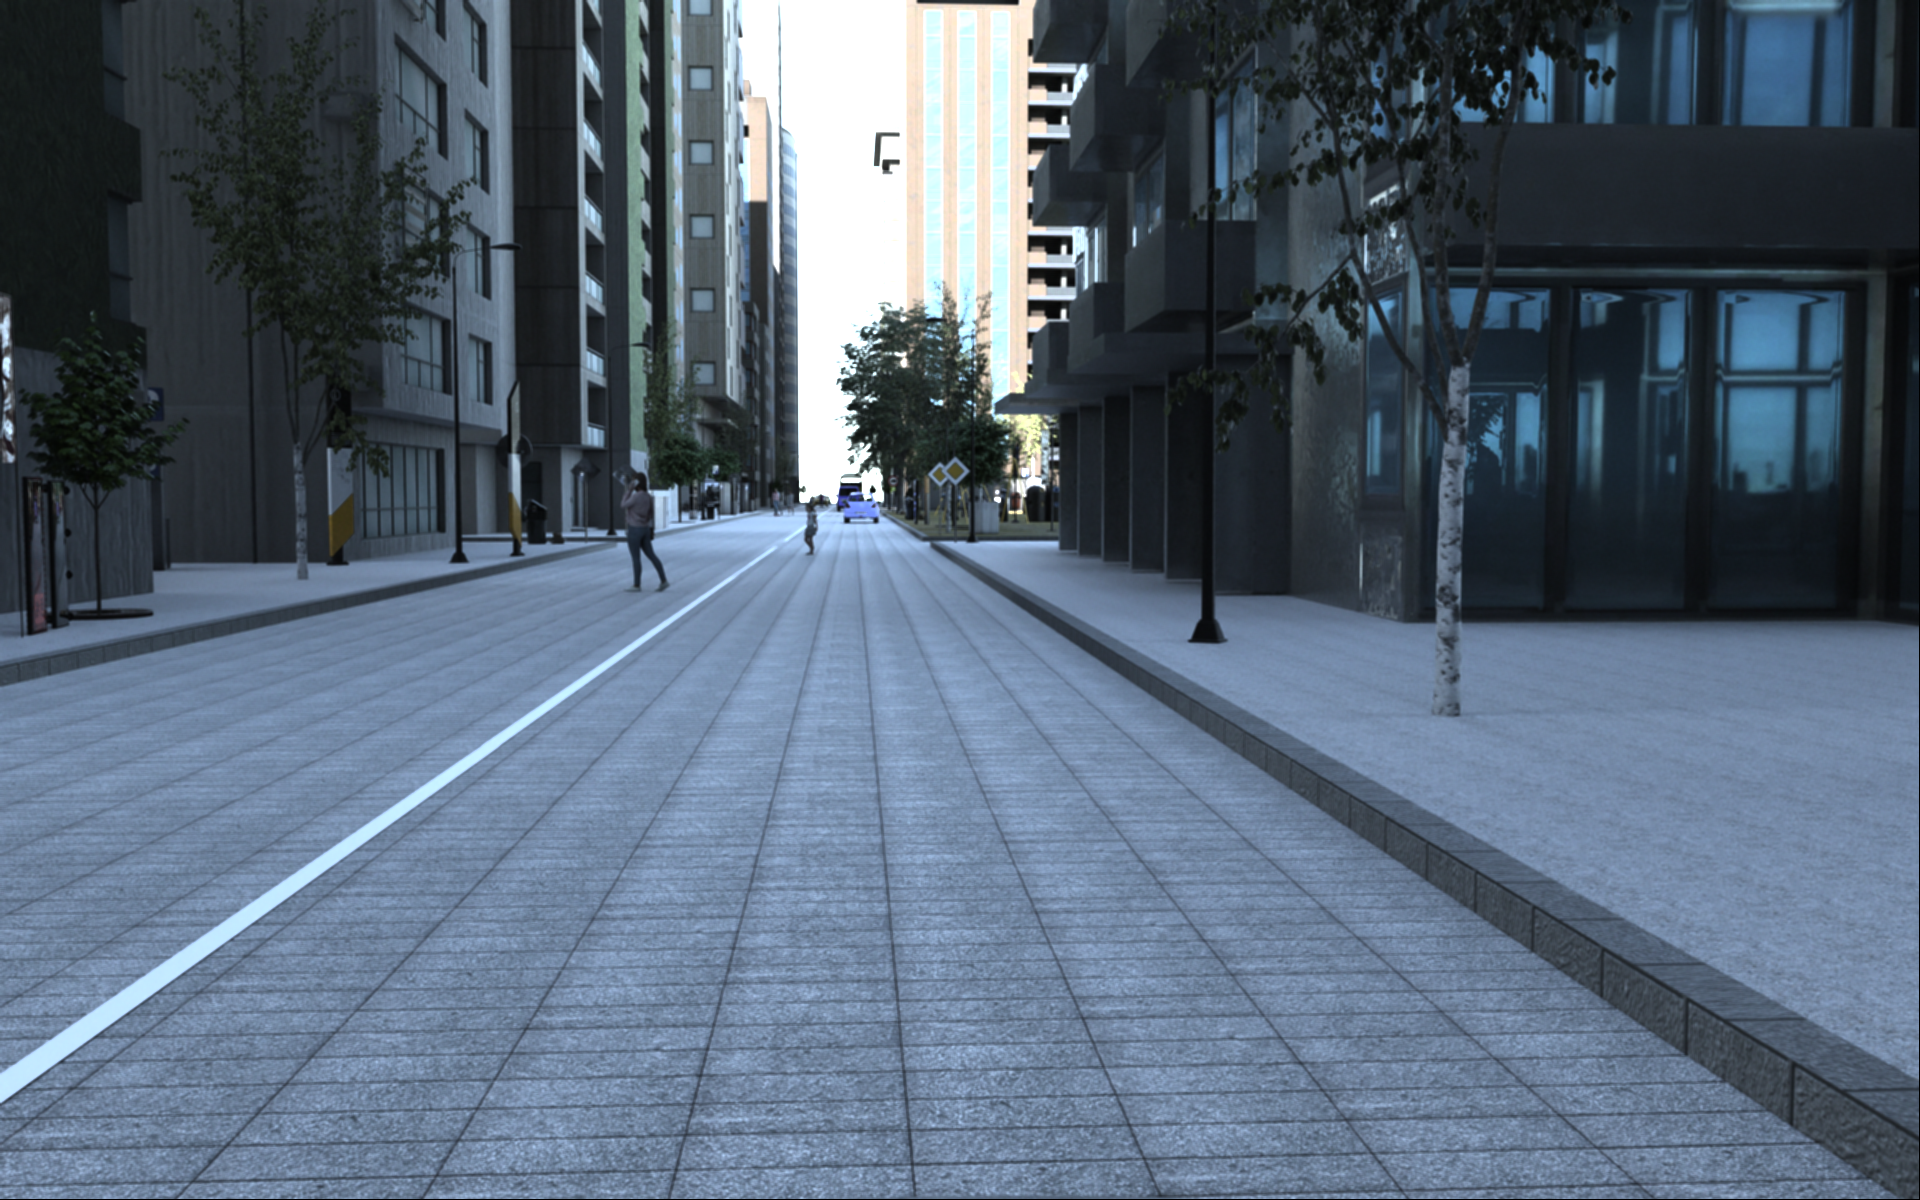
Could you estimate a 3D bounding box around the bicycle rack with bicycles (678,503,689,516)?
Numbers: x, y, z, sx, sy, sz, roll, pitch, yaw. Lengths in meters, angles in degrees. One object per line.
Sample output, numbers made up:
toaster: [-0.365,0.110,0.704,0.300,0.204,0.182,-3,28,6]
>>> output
bicycle rack with bicycles: [-18.072,-5.434,102.231,2.852,0.926,2.925,-2,4,-35]

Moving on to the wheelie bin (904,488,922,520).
wheelie bin: [-2.367,-4.851,87.221,0.980,1.594,0.693,2,4,34]

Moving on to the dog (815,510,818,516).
dog: [-9.595,-5.758,114.337,0.550,0.427,0.748,0,4,5]

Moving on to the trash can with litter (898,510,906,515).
trash can with litter: [-3.314,-5.916,108.110,1.055,1.170,0.624,-1,4,-16]

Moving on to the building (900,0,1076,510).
building: [2.236,-30.071,141.768,14.600,45.320,14.200,0,4,-4]

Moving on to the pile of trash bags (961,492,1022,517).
pile of trash bags: [1.887,-5.315,96.649,3.447,1.369,1.912,-2,4,-28]

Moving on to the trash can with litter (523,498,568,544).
trash can with litter: [-10.670,-2.031,44.587,1.055,1.170,0.624,-2,4,-24]

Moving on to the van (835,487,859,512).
van: [-9.208,-8.479,143.021,2.240,2.365,5.245,0,4,-4]

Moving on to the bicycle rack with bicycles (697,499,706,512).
bicycle rack with bicycles: [-18.969,-6.606,121.397,2.852,0.926,2.925,3,5,43]

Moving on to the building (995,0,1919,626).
building: [13.139,-25.051,29.189,23.786,49.044,30.456,0,4,-4]

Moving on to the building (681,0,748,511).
building: [-31.553,-33.685,139.984,28.713,52.752,27.495,0,4,-4]

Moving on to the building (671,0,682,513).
building: [-25.315,-28.151,110.386,14.600,45.320,14.200,0,4,-4]

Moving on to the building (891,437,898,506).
building: [3.983,-53.489,187.215,22.319,86.520,31.000,0,4,-4]

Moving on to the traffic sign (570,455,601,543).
traffic sign: [-9.750,-2.538,45.138,0.795,2.450,0.064,0,4,-4]

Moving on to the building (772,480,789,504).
building: [-38.520,-32.484,222.987,32.217,40.220,23.993,0,4,-4]

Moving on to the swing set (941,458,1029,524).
swing set: [1.205,-4.745,75.199,3.119,2.851,2.862,-1,4,-22]

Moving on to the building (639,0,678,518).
building: [-22.368,-19.399,88.867,14.160,30.474,14.107,0,4,-4]

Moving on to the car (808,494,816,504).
car: [-18.964,-13.214,228.054,2.014,1.417,4.499,0,4,-2]

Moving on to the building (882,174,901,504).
building: [-3.021,-33.048,223.932,14.154,41.232,14.086,0,4,-4]

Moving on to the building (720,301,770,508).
building: [-33.142,-19.816,169.037,27.650,21.520,28.899,0,4,-4]

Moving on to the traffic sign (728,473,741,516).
traffic sign: [-13.491,-6.330,103.606,0.768,2.556,0.104,0,4,2]

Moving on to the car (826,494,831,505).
car: [-18.581,-13.983,237.424,1.959,1.807,4.718,0,4,-3]

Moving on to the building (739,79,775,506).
building: [-27.786,-33.080,190.963,14.600,45.320,14.200,0,4,-4]

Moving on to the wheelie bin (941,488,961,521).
wheelie bin: [-0.443,-4.660,84.101,0.980,1.594,0.693,0,4,-6]

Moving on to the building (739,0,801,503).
building: [-33.200,-49.354,245.193,20.563,71.187,20.611,0,4,-4]

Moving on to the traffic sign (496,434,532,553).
traffic sign: [-9.301,-2.202,36.117,0.768,2.556,0.104,0,4,6]

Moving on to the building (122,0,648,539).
building: [-18.758,-22.968,59.120,14.154,41.232,14.086,0,4,-4]

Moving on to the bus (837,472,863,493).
bus: [-12.394,-12.512,196.124,2.896,3.916,12.252,0,4,-5]

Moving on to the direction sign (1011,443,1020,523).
direction sign: [2.499,-5.249,77.818,0.379,3.537,0.876,-1,4,-16]

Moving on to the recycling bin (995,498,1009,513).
recycling bin: [2.763,-6.230,114.411,0.722,1.027,0.722,2,4,26]

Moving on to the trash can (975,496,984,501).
trash can: [1.435,-7.033,126.634,0.748,1.137,0.748,0,3,0]

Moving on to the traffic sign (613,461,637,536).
traffic sign: [-10.246,-3.025,53.108,0.795,2.450,0.064,0,4,-4]

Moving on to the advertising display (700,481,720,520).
advertising display: [-12.564,-5.012,87.154,0.974,1.923,0.123,-1,4,-15]

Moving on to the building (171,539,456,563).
building: [-18.011,-21.646,37.504,14.086,41.232,14.154,0,4,-4]

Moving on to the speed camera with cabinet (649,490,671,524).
speed camera with cabinet: [-13.367,-4.875,74.041,0.660,3.252,2.038,3,5,43]

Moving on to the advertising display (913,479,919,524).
advertising display: [-1.881,-4.206,73.986,0.123,1.923,0.974,0,4,-7]

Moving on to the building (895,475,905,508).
building: [10.218,-28.724,161.517,32.217,40.220,23.993,0,4,-4]

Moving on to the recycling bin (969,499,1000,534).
recycling bin: [0.769,-2.645,55.801,0.722,1.027,0.722,-2,4,-35]

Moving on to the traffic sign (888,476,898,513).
traffic sign: [-4.592,-7.278,119.093,0.768,2.556,0.104,0,4,-3]

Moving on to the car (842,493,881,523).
car: [-4.897,-4.686,86.211,1.945,1.707,3.694,0,4,-2]

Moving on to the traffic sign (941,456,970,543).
traffic sign: [-0.123,-2.573,45.716,0.795,2.450,0.064,0,4,-4]

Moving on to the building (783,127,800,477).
building: [-36.031,-44.515,269.816,21.231,58.520,28.212,0,4,-4]

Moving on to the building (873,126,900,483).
building: [2.214,-40.131,245.385,28.713,52.752,27.495,0,4,-4]

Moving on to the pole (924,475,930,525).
pole: [-1.388,-4.830,72.815,0.158,3.312,0.155,0,3,0]

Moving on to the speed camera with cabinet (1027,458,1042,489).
speed camera with cabinet: [4.714,-6.193,95.588,2.038,3.252,0.660,3,4,36]

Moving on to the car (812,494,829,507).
car: [-16.076,-11.603,199.928,2.015,1.641,3.980,0,4,-3]

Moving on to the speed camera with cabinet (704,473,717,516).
speed camera with cabinet: [-14.453,-6.489,100.438,0.660,3.252,2.038,-1,4,-12]

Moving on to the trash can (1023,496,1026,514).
trash can: [4.268,-5.991,109.611,0.748,1.137,0.748,0,3,0]

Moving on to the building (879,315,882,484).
building: [-1.649,-37.856,273.572,22.147,44.769,28.867,0,4,-4]

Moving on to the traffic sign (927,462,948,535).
traffic sign: [-0.619,-3.061,53.685,0.795,2.450,0.064,0,4,-4]

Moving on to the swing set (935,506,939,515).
swing set: [0.389,-6.532,104.421,2.862,2.851,3.119,-2,4,-24]

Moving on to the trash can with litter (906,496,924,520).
trash can with litter: [-2.115,-4.717,88.511,0.624,1.170,1.055,-2,4,-30]
